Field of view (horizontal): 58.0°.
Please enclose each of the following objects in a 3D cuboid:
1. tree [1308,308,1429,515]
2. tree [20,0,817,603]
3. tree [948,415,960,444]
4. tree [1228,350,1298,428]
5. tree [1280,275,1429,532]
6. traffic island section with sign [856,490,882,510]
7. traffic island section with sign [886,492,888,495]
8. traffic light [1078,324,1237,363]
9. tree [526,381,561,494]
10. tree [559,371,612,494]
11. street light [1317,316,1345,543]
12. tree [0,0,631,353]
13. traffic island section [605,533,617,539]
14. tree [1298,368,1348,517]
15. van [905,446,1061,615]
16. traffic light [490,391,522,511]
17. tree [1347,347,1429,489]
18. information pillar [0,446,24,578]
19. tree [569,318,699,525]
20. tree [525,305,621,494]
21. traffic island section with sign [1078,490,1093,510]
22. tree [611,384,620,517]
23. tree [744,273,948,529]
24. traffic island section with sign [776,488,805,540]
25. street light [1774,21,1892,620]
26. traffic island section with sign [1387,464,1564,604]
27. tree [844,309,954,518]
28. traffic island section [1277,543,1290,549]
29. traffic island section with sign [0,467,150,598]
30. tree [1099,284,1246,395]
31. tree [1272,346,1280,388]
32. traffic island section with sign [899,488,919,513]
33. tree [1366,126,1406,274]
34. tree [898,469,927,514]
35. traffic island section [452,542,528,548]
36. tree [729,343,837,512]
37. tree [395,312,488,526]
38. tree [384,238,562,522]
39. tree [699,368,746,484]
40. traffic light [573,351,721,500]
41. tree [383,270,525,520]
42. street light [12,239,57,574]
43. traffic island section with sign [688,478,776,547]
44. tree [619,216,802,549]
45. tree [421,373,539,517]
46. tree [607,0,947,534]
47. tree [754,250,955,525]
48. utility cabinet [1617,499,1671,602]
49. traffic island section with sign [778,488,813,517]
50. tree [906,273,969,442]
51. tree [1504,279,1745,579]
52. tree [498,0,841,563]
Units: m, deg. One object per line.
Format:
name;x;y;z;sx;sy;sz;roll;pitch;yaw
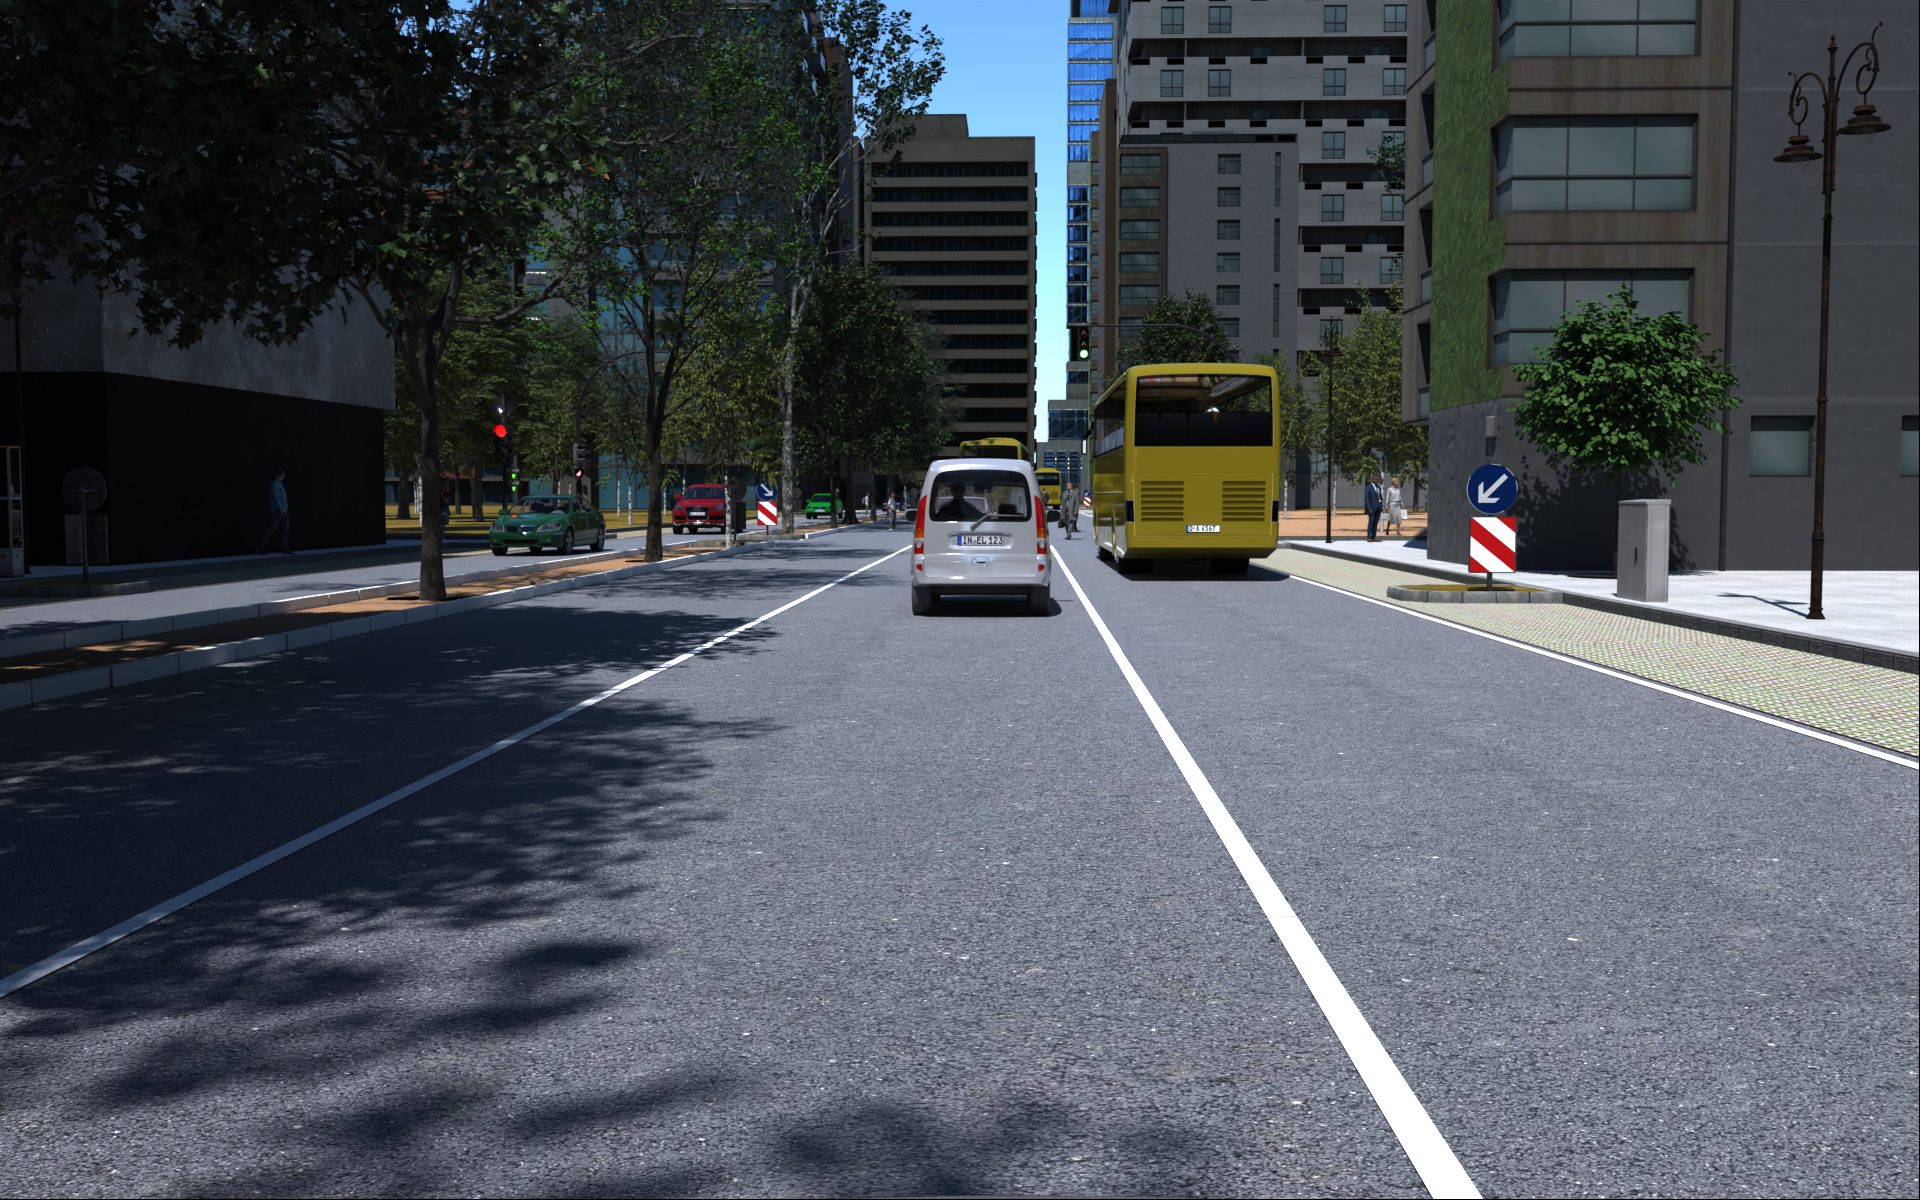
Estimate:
tree;25.121;-11.472;105.690;7.486;12.596;7.792;0;3;0
tree;-7.067;-6.723;22.754;12.009;13.543;11.850;0;3;0
tree;-4.119;-10.539;109.176;8.767;10.594;7.601;0;4;2
tree;20.776;-12.183;124.943;9.928;11.665;9.643;0;3;0
tree;13.883;-6.571;57.793;4.737;8.622;4.395;0;3;0
traffic island section with sign;-8.387;-9.063;156.807;1.989;1.847;2.006;0;4;2
traffic island section with sign;-7.483;-10.713;183.791;1.989;1.847;2.006;0;4;2
traffic light;5.514;-4.379;46.269;4.771;5.953;1.251;0;4;2
tree;-24.785;-9.559;106.656;4.737;8.622;4.395;0;3;0
tree;-19.400;-9.073;98.699;4.737;8.622;4.395;0;3;0
street light;9.633;-4.422;45.091;0.468;5.910;1.993;0;4;2
tree;-7.527;-5.653;11.898;9.611;12.733;9.660;0;3;0
traffic island section;-12.116;-2.008;55.106;2.009;0.180;2.903;0;4;2
tree;21.283;-9.055;98.411;4.360;8.622;3.978;0;3;0
van;0.283;-0.907;21.834;2.013;2.044;4.112;0;4;1
traffic light;-12.343;-3.552;46.990;0.839;4.253;0.868;0;4;2
tree;21.594;-8.281;85.762;4.360;8.622;3.978;0;3;0
information pillar;-14.575;-1.346;26.497;0.304;2.012;0.304;0;4;5
tree;-13.818;-7.421;71.701;4.360;8.622;3.978;0;3;0
tree;-27.697;-12.956;118.477;9.857;13.997;8.962;0;3;0
traffic island section with sign;11.320;-9.022;156.132;1.989;1.847;2.006;0;4;2
tree;-14.174;-8.375;87.287;4.737;8.622;4.395;0;3;0
tree;-5.151;-8.226;71.367;8.767;10.594;7.601;0;4;2
traffic island section with sign;-5.979;-2.839;54.558;2.006;1.907;1.989;0;4;2
street light;8.786;-2.741;17.607;0.468;5.910;1.993;0;4;2
traffic island section with sign;6.887;-0.907;23.459;1.989;1.847;2.006;0;4;2
tree;-4.191;-11.064;101.484;7.486;12.596;7.792;0;3;0
traffic island section;7.647;-1.478;46.454;2.009;0.180;2.903;0;4;2
traffic island section with sign;-12.809;-0.987;24.770;1.989;1.847;2.006;0;4;2
tree;12.255;-10.906;95.318;9.611;12.733;9.660;0;3;0
tree;16.515;-8.316;86.333;4.737;8.622;4.395;0;3;0
traffic island section with sign;-3.478;-7.432;129.655;2.006;1.907;1.989;0;4;2
tree;23.840;-13.323;73.726;12.611;20.169;13.585;0;3;0
tree;-3.609;-9.969;115.812;4.737;8.622;4.395;0;3;0
traffic island section;-12.383;-1.520;47.126;2.009;0.180;2.903;0;4;2
tree;-11.895;-13.251;123.307;9.857;13.997;8.962;0;3;0
tree;-21.321;-7.258;69.028;4.360;8.622;3.978;0;3;0
tree;-21.771;-9.773;77.908;7.486;12.596;7.792;0;3;0
tree;-13.933;-8.957;96.810;4.360;8.622;3.978;0;3;0
traffic light;-9.983;-4.909;54.936;4.771;5.953;1.251;0;4;2
tree;-28.105;-11.037;87.110;9.857;13.997;8.962;0;3;0
street light;-15.015;-3.355;27.648;0.468;5.910;1.993;0;4;2
traffic island section with sign;-6.236;-2.386;47.155;2.006;1.907;1.989;0;4;2
tree;-6.020;-5.627;44.829;4.737;8.622;4.395;0;3;0
tree;-27.677;-10.001;97.922;7.601;10.594;8.767;3;5;41
tree;-7.157;-12.355;60.356;12.611;20.169;13.585;0;3;0
tree;-5.127;-9.866;80.780;9.611;12.733;9.660;0;3;0
utility cabinet;8.266;-0.601;20.982;0.306;1.237;1.020;0;4;3
traffic island section with sign;-10.072;-5.994;106.625;1.989;1.847;2.006;0;4;2
tree;-4.575;-10.936;91.633;12.009;13.543;11.850;0;3;0
tree;10.147;-2.620;26.544;4.285;4.588;4.351;0;3;0
tree;-6.294;-6.575;35.711;9.928;11.665;9.643;0;3;0
